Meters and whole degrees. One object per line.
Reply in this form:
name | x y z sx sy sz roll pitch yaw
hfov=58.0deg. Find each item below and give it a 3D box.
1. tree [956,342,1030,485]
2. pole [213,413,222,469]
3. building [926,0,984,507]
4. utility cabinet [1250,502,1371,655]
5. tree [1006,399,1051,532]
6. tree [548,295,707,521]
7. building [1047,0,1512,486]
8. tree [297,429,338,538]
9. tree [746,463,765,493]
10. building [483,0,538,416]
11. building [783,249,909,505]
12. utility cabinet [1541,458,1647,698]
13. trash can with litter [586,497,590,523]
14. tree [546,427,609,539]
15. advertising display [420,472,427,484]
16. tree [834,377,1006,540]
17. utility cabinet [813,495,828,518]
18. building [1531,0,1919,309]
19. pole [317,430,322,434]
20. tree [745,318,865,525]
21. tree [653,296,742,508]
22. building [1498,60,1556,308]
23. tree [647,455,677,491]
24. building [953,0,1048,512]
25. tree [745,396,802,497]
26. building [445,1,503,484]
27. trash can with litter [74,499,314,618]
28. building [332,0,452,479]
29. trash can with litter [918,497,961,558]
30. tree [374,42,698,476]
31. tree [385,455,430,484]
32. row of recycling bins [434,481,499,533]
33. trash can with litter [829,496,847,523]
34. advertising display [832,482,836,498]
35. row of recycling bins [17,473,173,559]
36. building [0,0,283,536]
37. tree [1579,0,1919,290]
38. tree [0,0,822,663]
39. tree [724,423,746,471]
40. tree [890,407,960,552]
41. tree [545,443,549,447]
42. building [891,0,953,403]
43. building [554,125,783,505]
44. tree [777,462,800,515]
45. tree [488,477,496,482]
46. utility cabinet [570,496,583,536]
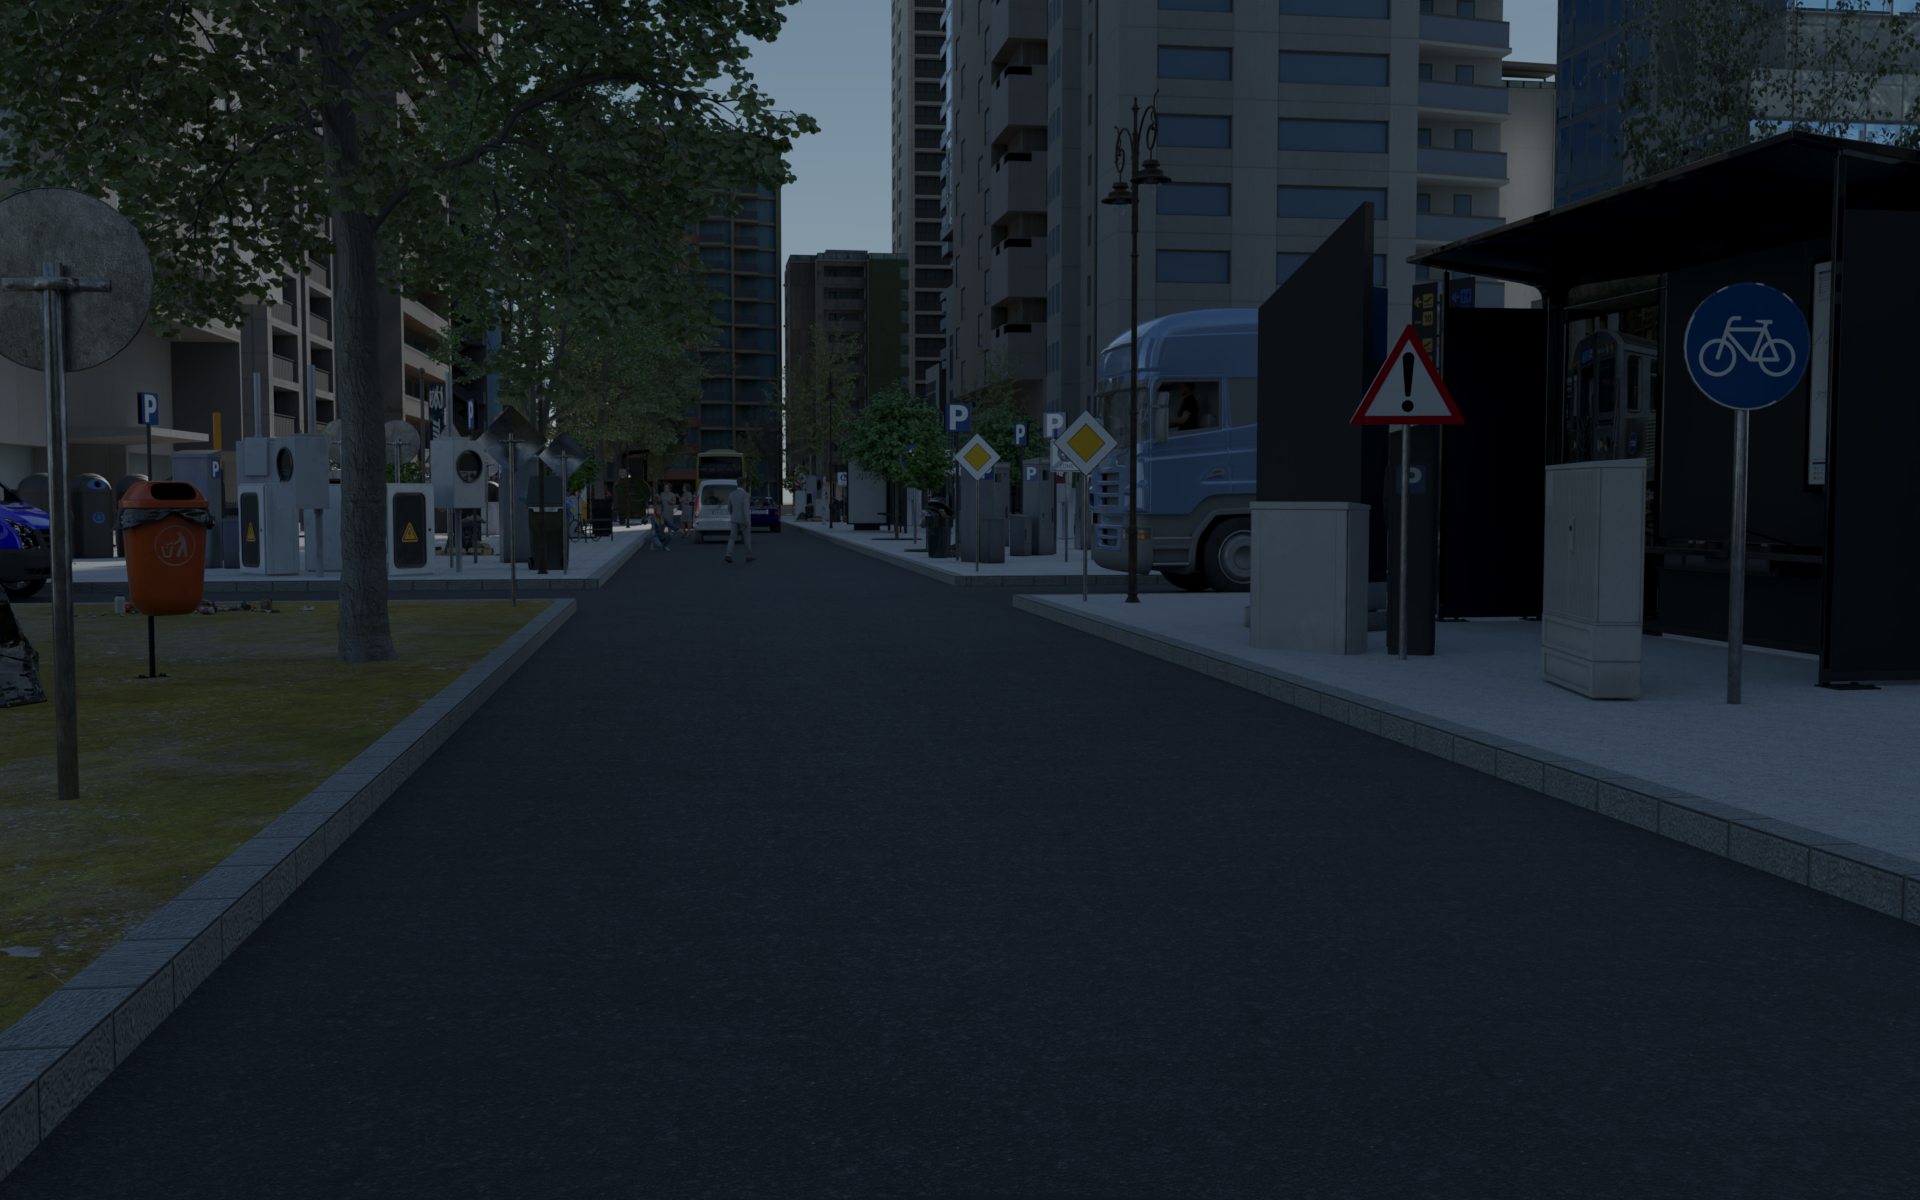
tree | 1.566 -8.121 83.139 4.737 8.622 4.395 0 3 0
pole | -18.594 -3.032 43.419 0.158 3.312 0.155 0 3 0
building | 6.626 -51.268 150.902 22.319 86.520 31.000 -1 4 -9
utility cabinet | 2.860 -0.186 14.208 0.306 1.237 1.020 -3 5 -40
tree | 1.643 -4.650 59.737 4.285 4.588 4.351 0 3 0
tree | -15.902 -8.949 80.723 7.601 10.594 8.767 1 4 17
building | 15.292 -33.616 91.622 21.231 58.520 28.212 -1 4 -9
tree | -19.582 -3.470 51.334 1.663 3.219 1.824 0 3 0
tree | -21.536 -11.704 175.070 4.285 4.588 4.351 0 3 0
building | -65.475 -54.386 201.881 31.000 86.520 22.319 -1 4 -9
building | -13.753 -26.674 207.814 14.107 30.474 14.160 -1 4 -9
utility cabinet | 4.085 -0.157 11.245 0.318 1.500 1.173 0 4 4
trash can with litter | -16.408 -3.931 75.662 0.624 1.170 1.055 0 4 5
tree | -11.170 -3.390 50.033 1.663 3.219 1.824 0 3 0
advertising display | -15.617 -2.768 50.471 0.123 1.923 0.974 -1 4 -12
tree | -1.694 -3.960 48.464 4.285 4.588 4.351 0 3 0
utility cabinet | -7.706 -5.087 94.338 1.020 1.237 0.306 1 4 12
building | 34.657 -45.474 56.167 31.000 86.520 22.319 -1 4 -9
pole | -20.295 -3.744 55.055 0.158 3.312 0.155 0 3 0
tree | -5.834 -7.449 72.149 4.737 8.622 4.395 0 3 0
tree | -26.614 -18.413 156.937 12.611 20.169 13.585 0 3 0
building | 49.204 -29.554 166.796 14.086 41.232 14.154 -1 4 -9
tree | -28.757 -13.326 168.237 4.360 8.622 3.978 0 3 0
building | 14.666 -32.596 122.181 28.713 52.752 27.495 -1 4 -9
tree | -14.162 -10.965 129.641 4.360 8.622 3.978 0 3 0
building | -48.394 -30.694 151.955 14.200 45.320 14.600 -1 4 -9
trash can with litter | -8.216 -0.470 18.745 2.233 1.210 1.678 0 4 -6
building | -44.553 -29.650 108.473 21.300 48.544 21.600 -1 4 -9
trash can with litter | -0.307 -1.443 34.983 0.624 1.170 1.055 3 4 38
tree | -9.859 -7.013 40.419 9.928 11.665 9.643 0 3 0
tree | -16.882 -3.556 52.742 1.663 3.219 1.824 0 3 0
row of recycling bins | -15.730 -3.018 56.451 3.534 1.692 1.069 2 4 26
trash can with litter | -5.385 -4.086 78.195 1.055 1.170 0.624 1 4 15
advertising display | -6.664 -5.295 91.793 0.123 1.923 0.974 0 3 0
row of recycling bins | -17.082 -1.702 34.939 1.069 1.692 3.534 3 5 42
building | -37.993 -28.410 53.742 28.713 52.752 27.495 -1 4 -9
tree | 8.818 -4.215 19.284 4.360 8.622 3.978 0 3 0
tree | -5.047 -5.808 13.082 7.486 12.596 7.792 0 3 0
tree | -20.797 -13.422 169.817 4.737 8.622 4.395 0 3 0
tree | -0.801 -2.693 38.636 1.663 3.219 1.824 0 3 0
tree | -23.827 -6.874 96.108 4.285 4.588 4.351 0 3 0
building | 2.882 -47.361 212.610 20.611 71.187 20.563 -1 4 -9
building | -35.732 -33.858 208.206 28.867 44.769 22.147 -1 4 -9
tree | -10.059 -6.773 105.341 1.663 3.219 1.824 0 3 0
tree | -20.684 -4.859 74.042 1.663 3.219 1.824 0 3 0
utility cabinet | -12.096 -2.567 53.140 1.020 1.237 0.306 -3 4 -38
